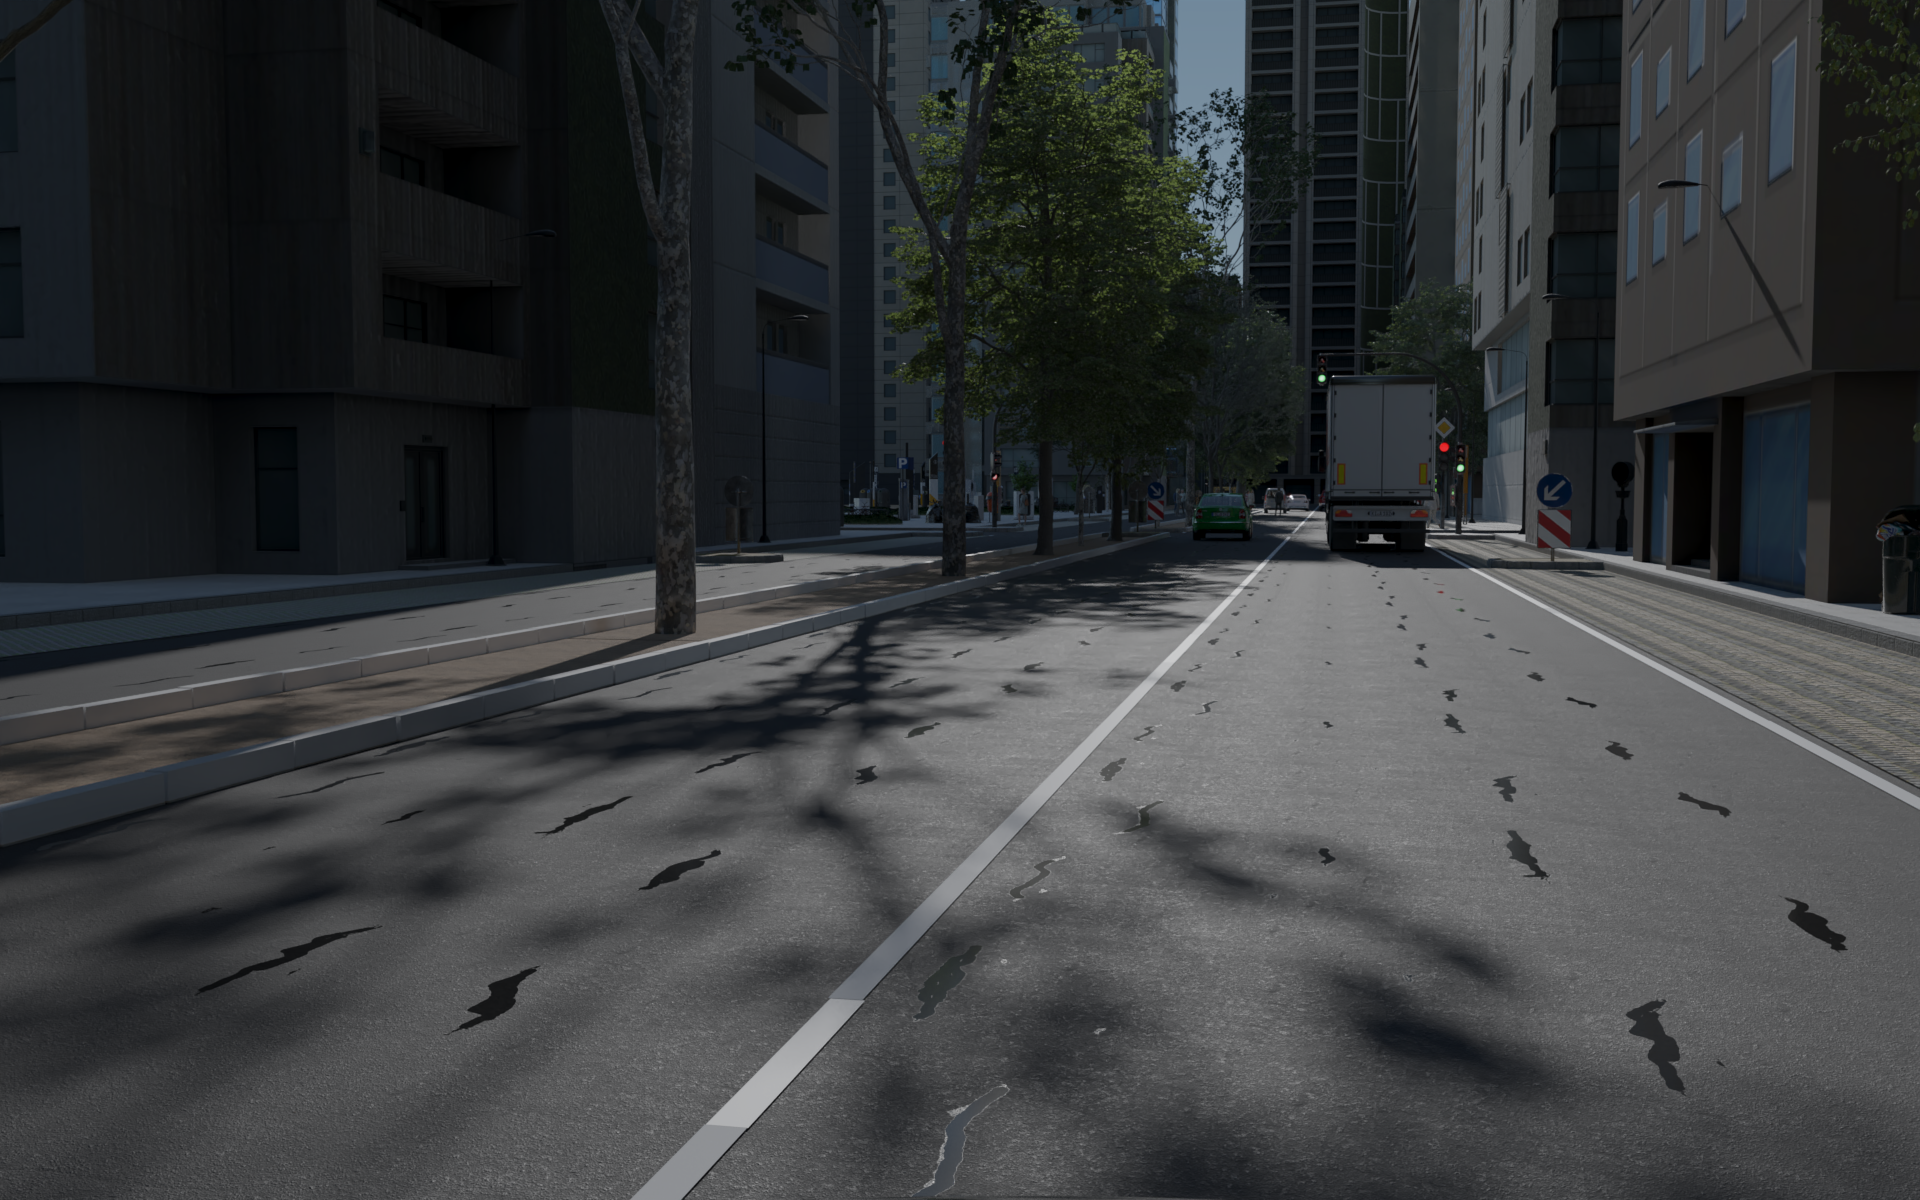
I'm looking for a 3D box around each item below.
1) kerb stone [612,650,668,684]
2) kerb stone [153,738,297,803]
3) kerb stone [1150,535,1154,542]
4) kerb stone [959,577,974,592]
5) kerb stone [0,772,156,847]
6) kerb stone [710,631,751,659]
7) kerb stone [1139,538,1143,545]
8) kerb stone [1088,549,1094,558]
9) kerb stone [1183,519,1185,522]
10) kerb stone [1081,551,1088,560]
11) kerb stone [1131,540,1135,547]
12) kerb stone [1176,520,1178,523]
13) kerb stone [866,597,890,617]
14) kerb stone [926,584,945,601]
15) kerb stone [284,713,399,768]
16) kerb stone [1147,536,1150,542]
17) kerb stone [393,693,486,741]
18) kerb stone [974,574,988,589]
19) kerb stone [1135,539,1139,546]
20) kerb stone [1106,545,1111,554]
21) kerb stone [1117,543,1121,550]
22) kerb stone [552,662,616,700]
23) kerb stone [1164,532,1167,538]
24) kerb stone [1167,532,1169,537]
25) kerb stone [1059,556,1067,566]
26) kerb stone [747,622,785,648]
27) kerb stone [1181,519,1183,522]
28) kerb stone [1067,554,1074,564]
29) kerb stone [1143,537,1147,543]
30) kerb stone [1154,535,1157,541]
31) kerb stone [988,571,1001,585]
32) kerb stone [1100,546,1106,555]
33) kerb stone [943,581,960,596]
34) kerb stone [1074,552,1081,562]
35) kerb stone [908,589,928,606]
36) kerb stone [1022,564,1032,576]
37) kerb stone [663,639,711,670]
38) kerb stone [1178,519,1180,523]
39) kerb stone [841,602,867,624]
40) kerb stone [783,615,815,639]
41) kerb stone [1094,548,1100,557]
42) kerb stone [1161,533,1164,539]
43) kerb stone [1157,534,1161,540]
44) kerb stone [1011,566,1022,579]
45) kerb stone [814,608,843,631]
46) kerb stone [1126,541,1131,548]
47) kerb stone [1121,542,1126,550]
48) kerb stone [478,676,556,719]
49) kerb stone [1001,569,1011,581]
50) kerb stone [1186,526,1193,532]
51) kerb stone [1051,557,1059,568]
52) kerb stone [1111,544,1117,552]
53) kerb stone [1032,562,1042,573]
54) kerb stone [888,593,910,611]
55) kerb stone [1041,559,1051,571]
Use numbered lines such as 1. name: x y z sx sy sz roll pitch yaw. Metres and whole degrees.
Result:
1. kerb stone: -2.548 0.530 13.530 0.120 0.150 1.000 1 4 12
2. kerb stone: -3.622 0.837 8.522 0.120 0.150 1.000 1 4 12
3. kerb stone: 5.591 -1.801 51.638 0.120 0.150 1.000 1 4 12
4. kerb stone: 0.016 -0.205 25.552 0.120 0.150 1.000 1 4 12
5. kerb stone: -3.836 0.902 7.523 0.120 0.150 1.000 1 4 12
6. kerb stone: -2.121 0.412 15.530 0.120 0.150 1.000 1 4 12
7. kerb stone: 4.958 -1.617 48.635 0.120 0.150 1.000 1 4 12
8. kerb stone: 2.806 -1.004 38.612 0.120 0.150 1.000 1 4 12
9. kerb stone: 11.168 -4.001 87.703 0.120 0.150 1.000 1 4 12
10. kerb stone: 2.594 -0.943 37.610 0.120 0.150 1.000 1 4 12
11. kerb stone: 4.525 -1.494 46.637 0.120 0.150 1.000 1 4 12
12. kerb stone: 10.302 -3.761 83.691 0.120 0.150 1.000 1 4 12
13. kerb stone: -1.046 0.101 20.549 0.120 0.150 1.000 1 4 12
14. kerb stone: -0.411 -0.080 23.549 0.120 0.150 1.000 1 4 12
15. kerb stone: -3.417 0.775 9.523 0.120 0.150 1.000 1 4 12
16. kerb stone: 5.379 -1.735 50.639 0.120 0.150 1.000 1 4 12
17. kerb stone: -3.191 0.714 10.528 0.120 0.150 1.000 1 4 12
18. kerb stone: 0.229 -0.267 26.564 0.120 0.150 1.000 1 4 12
19. kerb stone: 4.740 -1.556 47.636 0.120 0.150 1.000 1 4 12
20. kerb stone: 3.457 -1.188 41.625 0.120 0.150 1.000 1 4 12
21. kerb stone: 3.881 -1.305 43.625 0.120 0.150 1.000 1 4 12
22. kerb stone: -2.768 0.593 12.532 0.120 0.150 1.000 1 4 12
23. kerb stone: 6.449 -2.046 55.643 0.120 0.150 1.000 1 4 12
24. kerb stone: 6.660 -2.107 56.643 0.120 0.150 1.000 1 4 12
25. kerb stone: 1.955 -0.757 34.595 0.120 0.150 1.000 1 4 12
26. kerb stone: -1.909 0.350 16.545 0.120 0.150 1.000 1 4 12
27. kerb stone: 10.944 -3.945 86.698 0.120 0.150 1.000 1 4 12
28. kerb stone: 2.163 -0.820 35.599 0.120 0.150 1.000 1 4 12
29. kerb stone: 5.164 -1.677 49.636 0.120 0.150 1.000 1 4 12
30. kerb stone: 5.808 -1.858 52.637 0.120 0.150 1.000 1 4 12
31. kerb stone: 0.452 -0.329 27.570 0.120 0.150 1.000 1 4 12
32. kerb stone: 3.244 -1.127 40.614 0.120 0.150 1.000 1 4 12
33. kerb stone: -0.202 -0.144 24.553 0.120 0.150 1.000 1 4 12
34. kerb stone: 2.375 -0.880 36.603 0.120 0.150 1.000 1 4 12
35. kerb stone: -0.625 -0.022 22.550 0.120 0.150 1.000 1 4 12
36. kerb stone: 1.090 -0.512 30.587 0.120 0.150 1.000 1 4 12
37. kerb stone: -2.340 0.469 14.530 0.120 0.150 1.000 1 4 12
38. kerb stone: 10.516 -3.823 84.694 0.120 0.150 1.000 1 4 12
39. kerb stone: -1.264 0.162 19.547 0.120 0.150 1.000 1 4 12
40. kerb stone: -1.695 0.284 17.544 0.120 0.150 1.000 1 4 12
41. kerb stone: 3.025 -1.064 39.611 0.120 0.150 1.000 1 4 12
42. kerb stone: 6.234 -1.984 54.641 0.120 0.150 1.000 1 4 12
43. kerb stone: 6.023 -1.923 53.636 0.120 0.150 1.000 1 4 12
44. kerb stone: 0.871 -0.447 29.583 0.120 0.150 1.000 1 4 12
45. kerb stone: -1.477 0.223 18.547 0.120 0.150 1.000 1 4 12
46. kerb stone: 4.312 -1.430 45.632 0.120 0.150 1.000 1 4 12
47. kerb stone: 4.094 -1.369 44.630 0.120 0.150 1.000 1 4 12
48. kerb stone: -2.980 0.652 11.528 0.120 0.150 1.000 1 4 12
49. kerb stone: 0.655 -0.391 28.584 0.120 0.150 1.000 1 4 12
50. kerb stone: 8.923 -2.753 67.209 0.120 0.150 1.000 1 4 12
51. kerb stone: 1.736 -0.696 33.595 0.120 0.150 1.000 1 4 12
52. kerb stone: 3.671 -1.249 42.624 0.120 0.150 1.000 1 4 12
53. kerb stone: 1.304 -0.564 31.590 0.120 0.150 1.000 1 4 12
54. kerb stone: -0.836 0.041 21.549 0.120 0.150 1.000 1 4 12
55. kerb stone: 1.520 -0.635 32.595 0.120 0.150 1.000 1 4 12
